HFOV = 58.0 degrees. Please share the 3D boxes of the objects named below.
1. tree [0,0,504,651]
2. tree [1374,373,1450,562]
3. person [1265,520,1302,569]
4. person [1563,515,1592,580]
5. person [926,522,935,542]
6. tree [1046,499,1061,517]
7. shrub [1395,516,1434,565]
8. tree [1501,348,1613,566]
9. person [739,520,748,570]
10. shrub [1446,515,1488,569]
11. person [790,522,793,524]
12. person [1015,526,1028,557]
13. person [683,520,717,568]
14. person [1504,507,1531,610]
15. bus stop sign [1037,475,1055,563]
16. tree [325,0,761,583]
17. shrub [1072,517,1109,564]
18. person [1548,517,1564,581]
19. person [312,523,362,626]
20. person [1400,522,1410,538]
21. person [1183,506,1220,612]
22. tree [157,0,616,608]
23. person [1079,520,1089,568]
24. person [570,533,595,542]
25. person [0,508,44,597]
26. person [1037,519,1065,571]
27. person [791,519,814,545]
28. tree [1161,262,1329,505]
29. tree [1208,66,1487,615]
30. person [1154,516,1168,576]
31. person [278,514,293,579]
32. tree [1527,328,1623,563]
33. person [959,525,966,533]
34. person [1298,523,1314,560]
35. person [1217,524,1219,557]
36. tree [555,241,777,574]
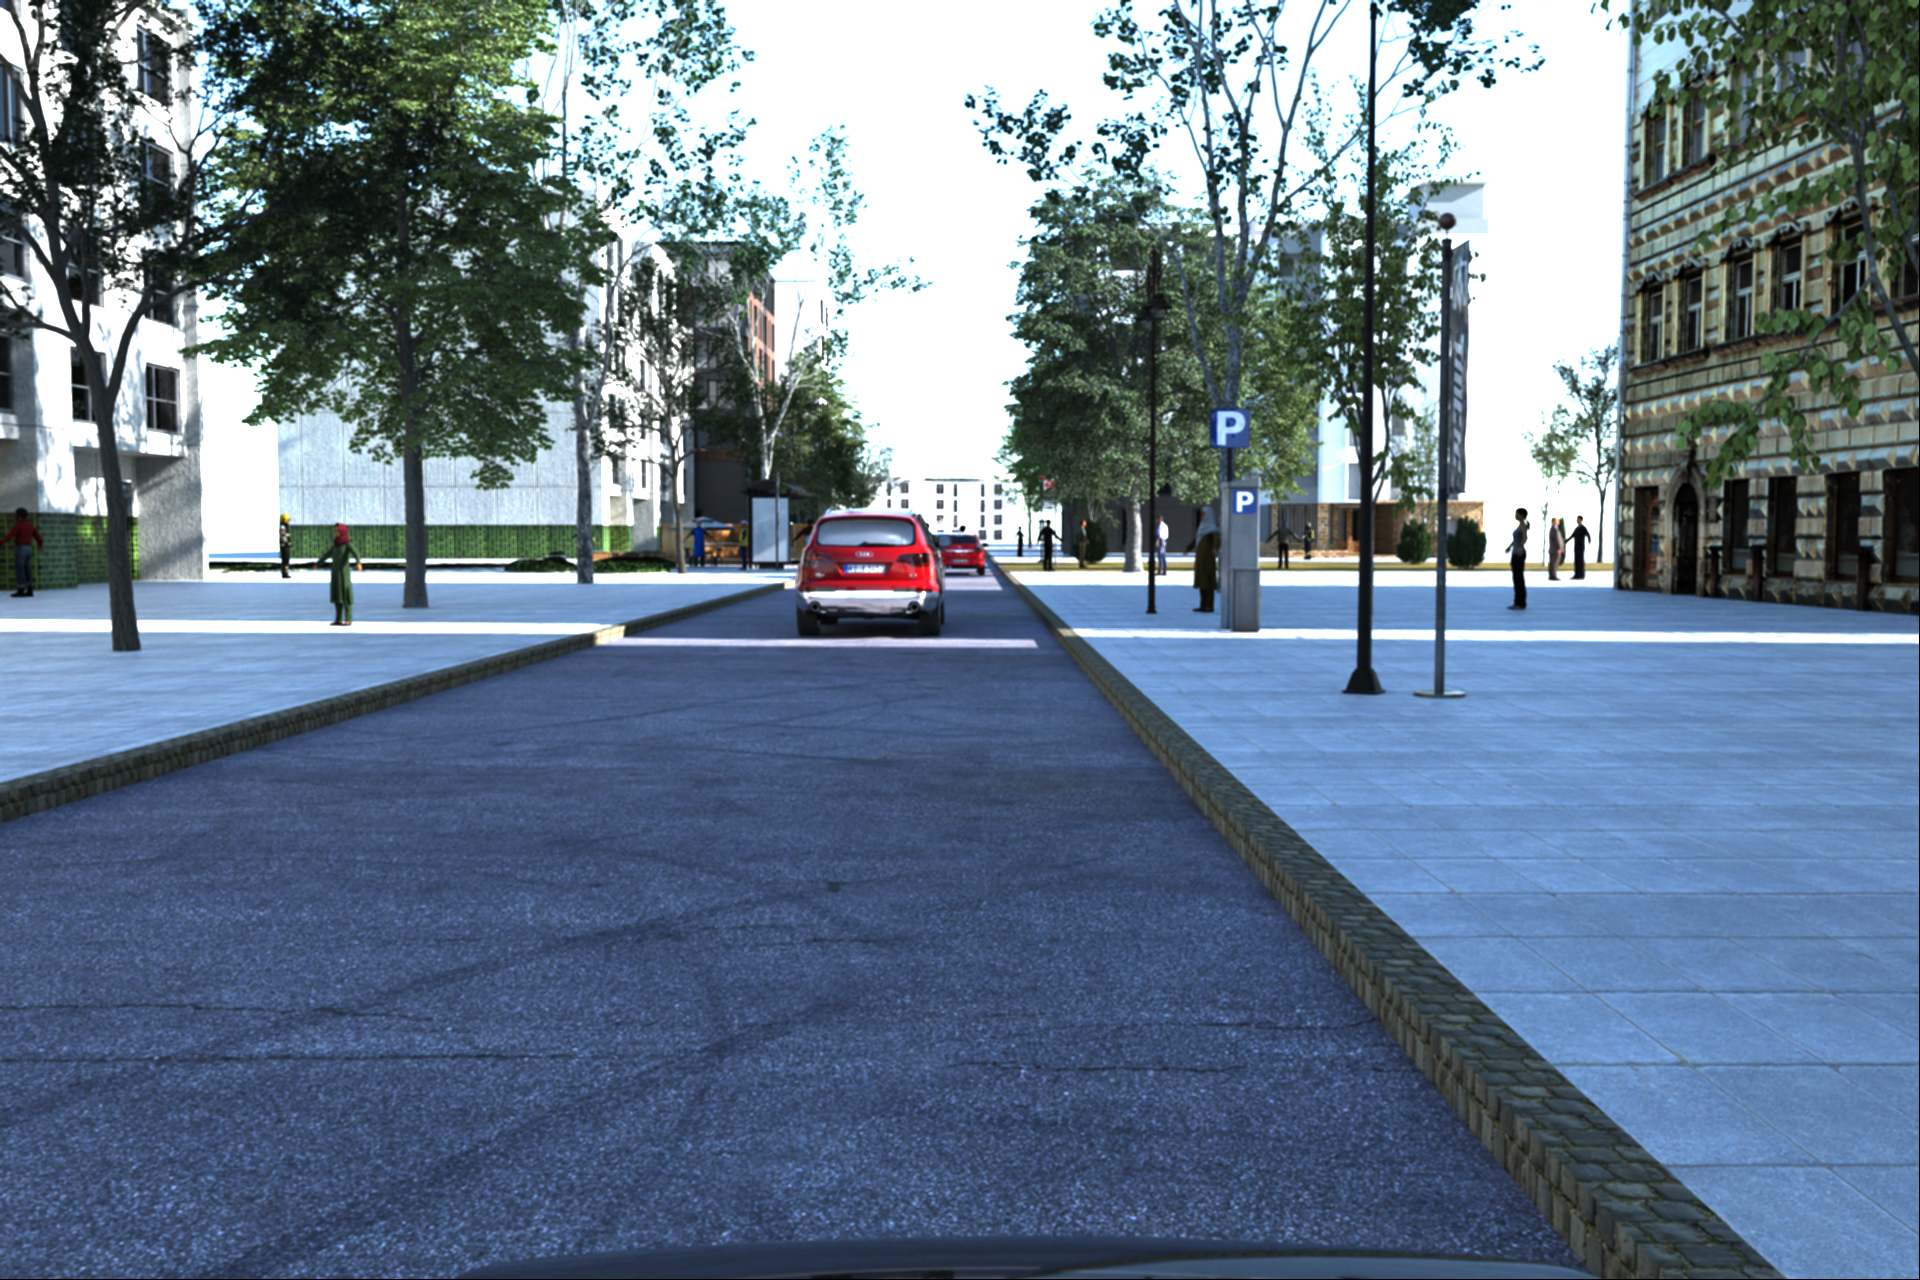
[{"bbox_3d":[-9.343,-5.177,19.054,8.767,10.594,7.601,-2,4,-32],"label":"tree"},{"bbox_3d":[21.334,-7.842,78.587,4.360,8.622,3.978,0,3,0],"label":"tree"},{"bbox_3d":[12.061,-3.574,64.565,1.348,1.813,0.705,0,4,7],"label":"person"},{"bbox_3d":[17.489,-2.625,48.973,0.704,1.823,1.345,-1,4,-14],"label":"person"},{"bbox_3d":[-1.094,-2.820,54.743,0.705,1.806,1.347,-2,4,-32],"label":"person"},{"bbox_3d":[16.412,-20.954,252.968,12.009,13.543,11.850,0,3,0],"label":"tree"},{"bbox_3d":[19.220,-4.209,73.238,1.690,2.028,1.600,0,3,0],"label":"shrub"},{"bbox_3d":[23.319,-7.290,69.555,4.360,8.622,3.978,0,3,0],"label":"tree"},{"bbox_3d":[-7.798,-3.385,61.811,0.721,1.772,1.216,-1,4,-8],"label":"person"},{"bbox_3d":[18.586,-3.624,63.674,1.690,2.028,1.600,0,3,0],"label":"shrub"},{"bbox_3d":[-8.174,-4.777,83.959,1.347,1.847,0.705,2,4,33],"label":"person"},{"bbox_3d":[3.388,-5.424,95.395,0.721,1.740,1.216,2,4,34],"label":"person"},{"bbox_3d":[-9.959,-3.673,66.185,1.347,1.817,0.704,-2,4,-24],"label":"person"},{"bbox_3d":[9.452,-1.389,29.515,0.721,1.737,1.217,0,4,7],"label":"person"},{"bbox_3d":[3.899,-5.446,77.741,0.855,3.939,0.416,0,4,0],"label":"bus stop sign"},{"bbox_3d":[-10.760,-11.467,43.376,12.611,20.169,13.585,0,3,0],"label":"tree"},{"bbox_3d":[5.535,-4.225,73.505,1.690,2.028,1.600,0,3,0],"label":"shrub"},{"bbox_3d":[16.491,-2.527,47.916,0.434,1.755,0.990,1,4,10],"label":"person"},{"bbox_3d":[-8.690,-0.916,24.192,0.989,1.438,0.599,2,4,31],"label":"person"},{"bbox_3d":[21.390,-4.716,82.879,0.705,1.858,1.354,2,4,32],"label":"person"},{"bbox_3d":[3.977,-1.329,28.508,0.721,1.736,1.217,-1,4,-17],"label":"person"},{"bbox_3d":[-9.881,-6.853,30.172,7.486,12.596,7.792,0,3,0],"label":"tree"},{"bbox_3d":[4.669,-3.632,65.652,0.705,1.796,1.348,0,4,-6],"label":"person"},{"bbox_3d":[-18.583,-4.856,85.360,1.349,1.833,0.705,1,4,15],"label":"person"},{"bbox_3d":[-19.153,-1.788,35.345,0.704,1.816,1.345,1,4,13],"label":"person"},{"bbox_3d":[3.108,-3.320,60.508,0.704,1.802,1.346,-3,5,-42],"label":"person"},{"bbox_3d":[-5.224,-3.322,60.448,1.346,1.812,0.704,0,4,3],"label":"person"},{"bbox_3d":[11.760,-9.422,72.185,7.486,12.596,7.792,0,3,0],"label":"tree"},{"bbox_3d":[6.259,-4.685,26.965,4.737,8.622,4.395,0,3,0],"label":"tree"},{"bbox_3d":[6.041,-2.884,53.070,0.599,1.838,0.709,2,4,24],"label":"person"},{"bbox_3d":[-19.440,-2.703,49.965,0.704,1.858,1.351,-1,4,-16],"label":"person"},{"bbox_3d":[29.091,-8.758,77.607,7.601,10.594,8.767,-1,4,-18],"label":"tree"},{"bbox_3d":[0.164,-4.164,76.684,0.704,1.843,1.345,-1,4,-18],"label":"person"},{"bbox_3d":[17.390,-4.950,86.704,0.705,1.856,1.354,3,5,43],"label":"person"},{"bbox_3d":[14.229,-5.468,95.340,0.705,1.837,1.347,-2,4,-23],"label":"person"},{"bbox_3d":[-9.341,-7.425,55.815,7.601,10.594,8.767,0,4,0],"label":"tree"}]
